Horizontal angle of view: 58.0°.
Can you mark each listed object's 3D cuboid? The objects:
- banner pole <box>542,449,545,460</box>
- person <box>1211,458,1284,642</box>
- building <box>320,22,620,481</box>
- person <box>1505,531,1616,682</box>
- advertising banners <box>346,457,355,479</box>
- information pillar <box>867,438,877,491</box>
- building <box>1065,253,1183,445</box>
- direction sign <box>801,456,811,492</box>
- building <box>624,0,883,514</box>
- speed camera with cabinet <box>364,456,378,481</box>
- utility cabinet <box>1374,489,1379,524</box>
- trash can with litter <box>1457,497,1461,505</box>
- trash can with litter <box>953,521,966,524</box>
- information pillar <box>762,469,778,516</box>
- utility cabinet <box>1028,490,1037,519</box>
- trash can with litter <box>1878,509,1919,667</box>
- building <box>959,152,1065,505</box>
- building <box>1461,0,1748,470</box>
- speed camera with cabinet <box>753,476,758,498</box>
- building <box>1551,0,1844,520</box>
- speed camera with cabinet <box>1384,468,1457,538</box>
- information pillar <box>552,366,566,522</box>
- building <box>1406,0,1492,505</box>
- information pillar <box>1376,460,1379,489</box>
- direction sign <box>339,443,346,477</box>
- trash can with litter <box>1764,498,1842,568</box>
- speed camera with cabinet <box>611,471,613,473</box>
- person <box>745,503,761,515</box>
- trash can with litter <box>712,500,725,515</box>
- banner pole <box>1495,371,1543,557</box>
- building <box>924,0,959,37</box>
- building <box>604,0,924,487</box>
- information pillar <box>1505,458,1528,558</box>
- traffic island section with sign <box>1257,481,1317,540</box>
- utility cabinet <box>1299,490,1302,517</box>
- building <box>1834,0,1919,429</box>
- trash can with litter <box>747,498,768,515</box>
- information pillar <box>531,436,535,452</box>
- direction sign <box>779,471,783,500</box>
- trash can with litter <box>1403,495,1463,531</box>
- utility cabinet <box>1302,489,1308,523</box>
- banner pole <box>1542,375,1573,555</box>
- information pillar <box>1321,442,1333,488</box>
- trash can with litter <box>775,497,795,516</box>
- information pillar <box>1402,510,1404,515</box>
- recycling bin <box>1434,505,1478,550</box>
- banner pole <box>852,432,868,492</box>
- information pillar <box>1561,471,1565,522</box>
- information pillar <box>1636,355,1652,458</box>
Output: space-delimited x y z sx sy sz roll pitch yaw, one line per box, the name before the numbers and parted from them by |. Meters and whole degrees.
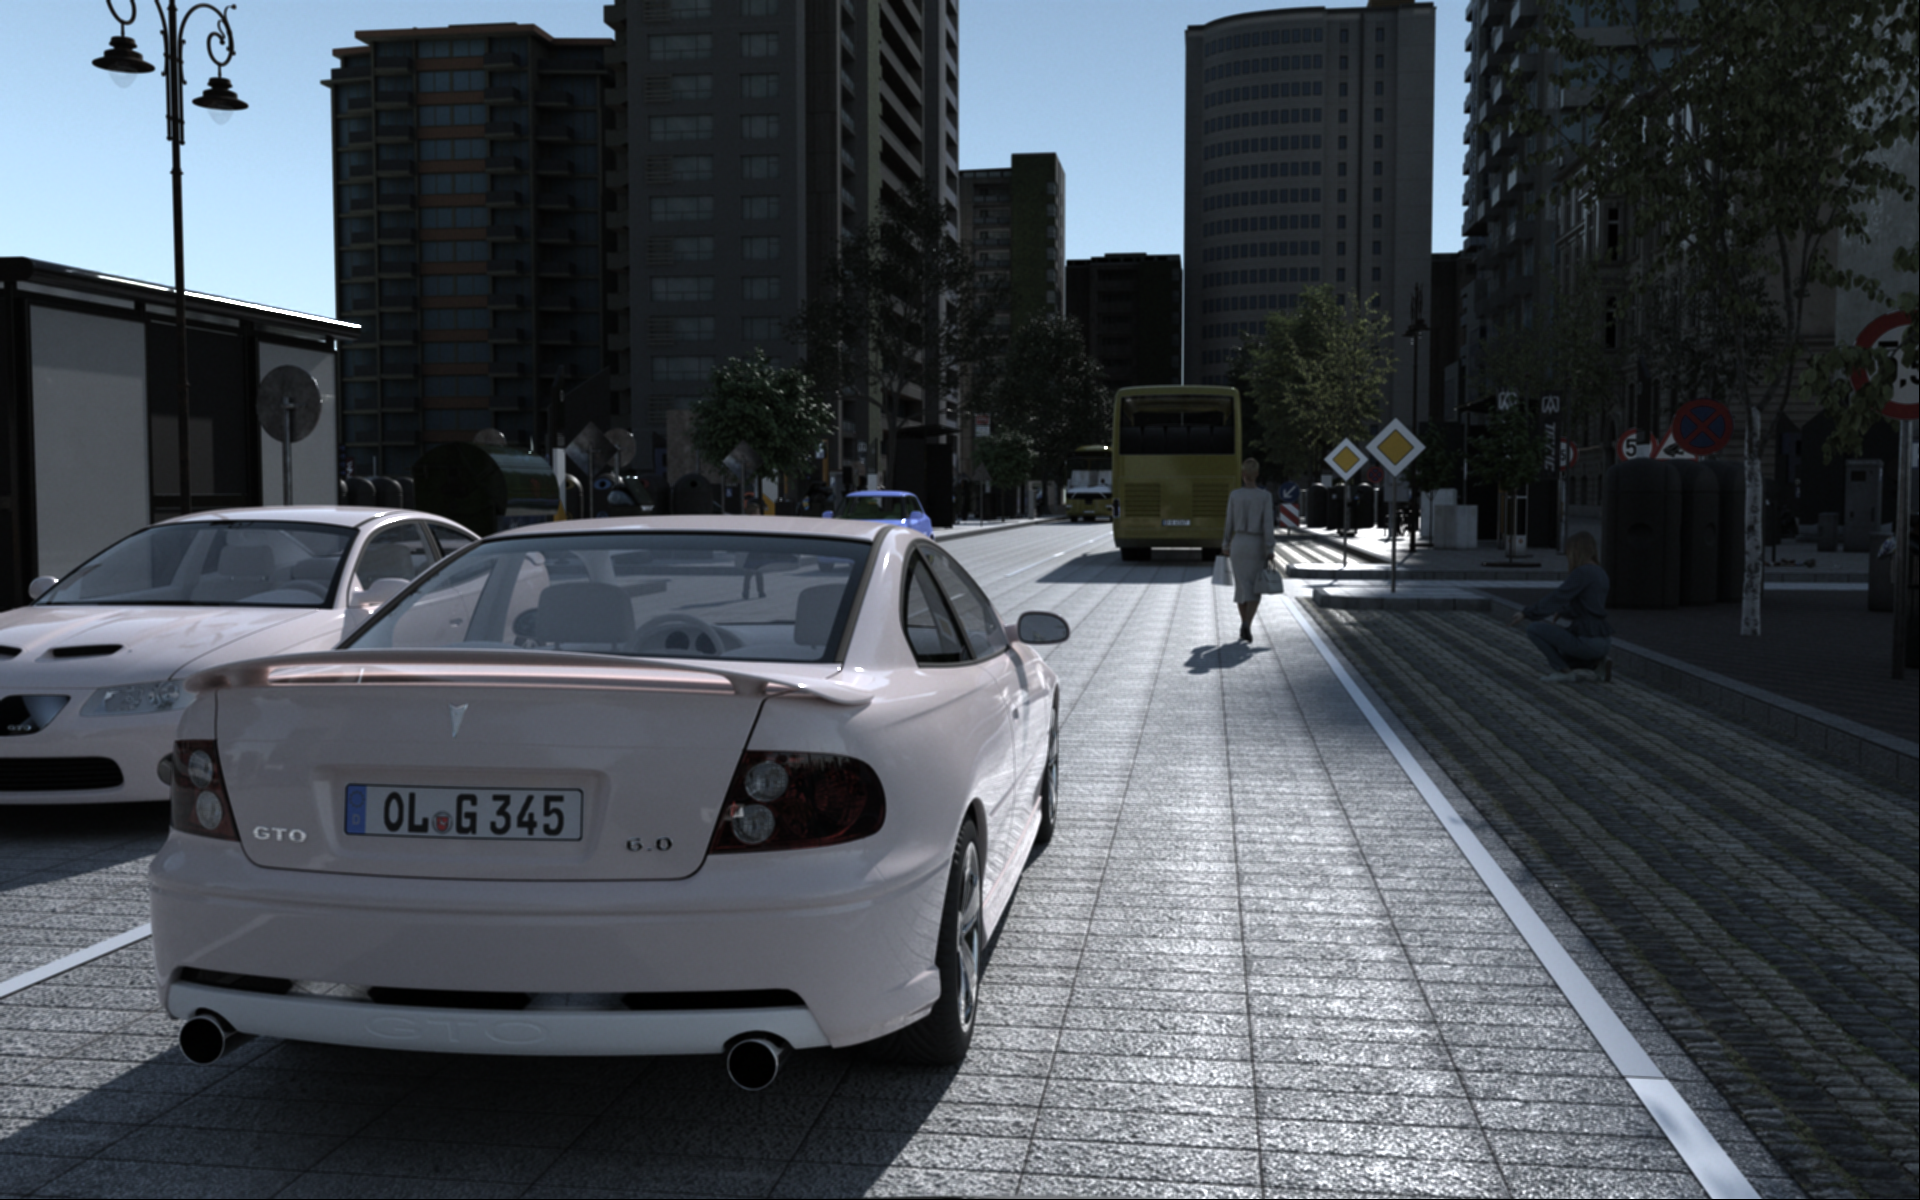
banner pole | -23.186 -6.521 96.627 0.401 3.779 0.863 0 4 4
person | 2.785 -0.494 16.924 0.694 1.780 0.624 3 4 38
building | -43.135 -31.177 164.367 28.867 44.769 22.147 0 4 8
person | 4.561 0.050 13.181 1.012 1.151 0.738 -3 4 -39
advertising banners | -27.862 -5.198 81.176 2.074 3.025 0.090 0 4 4
information pillar | -3.627 -4.931 71.970 0.504 3.616 0.183 3 5 39
building | 19.941 -26.847 210.647 14.107 30.474 14.160 0 4 8
direction sign | -8.969 -6.641 100.584 0.379 3.537 0.876 -3 5 -44
building | -13.372 -26.449 116.034 14.154 41.232 14.086 0 4 8
speed camera with cabinet | -30.635 -5.944 91.513 0.660 3.252 2.038 1 4 17
utility cabinet | 18.233 -3.995 74.002 1.173 1.500 0.318 -1 4 -23
trash can with litter | 19.029 -3.390 66.812 0.624 1.170 1.055 1 4 21
trash can with litter | -0.574 -3.869 74.309 1.678 1.210 2.233 0 4 -2
information pillar | -5.735 -3.736 52.445 0.504 3.616 0.183 -1 4 -18
utility cabinet | 3.694 -4.849 87.966 0.318 1.500 1.173 1 4 9
trash can with litter | 7.437 -0.088 12.828 1.055 1.170 0.624 0 4 2
building | 5.359 -32.264 211.106 14.086 41.232 14.154 0 4 8
building | 47.404 -30.365 116.069 23.786 49.044 30.456 0 4 8
speed camera with cabinet | -8.122 -4.729 71.652 0.660 3.252 2.038 -1 4 -13
building | 37.489 -16.165 83.375 14.460 24.649 34.723 0 4 8
speed camera with cabinet | 13.576 -3.468 51.033 2.038 3.252 0.660 1 4 22
information pillar | -7.288 -2.456 31.506 0.183 3.616 0.504 0 4 5
building | 51.191 -50.929 145.367 22.319 86.520 31.000 0 4 8
information pillar | 19.296 -5.428 80.103 0.183 3.616 0.504 0 4 3
direction sign | -27.820 -5.218 77.308 0.876 3.537 0.379 0 4 3
trash can with litter | 14.594 -1.215 30.930 1.678 1.210 2.233 -2 4 -26
speed camera with cabinet | -14.202 -4.360 65.627 2.038 3.252 0.660 0 4 5
person | -2.854 -0.670 23.733 0.475 1.303 0.640 1 4 9
trash can with litter | -6.023 -1.968 43.558 1.055 1.170 0.624 2 4 33
banner pole | 11.331 -2.777 35.415 0.863 3.779 0.401 0 4 -1
building | -14.605 -37.829 160.503 28.212 58.520 21.231 0 4 8
building | -14.982 -31.234 134.372 21.300 48.544 21.600 0 4 8
information pillar | 11.203 -1.857 34.849 0.304 2.012 0.304 -1 4 -20
traffic island section with sign | 10.288 -2.829 54.876 1.989 1.847 2.006 0 4 8
utility cabinet | 19.599 -5.441 97.638 1.173 1.500 0.318 -3 5 -40
building | 33.860 -11.660 45.400 16.860 20.320 10.420 0 4 8
trash can with litter | -6.010 -2.433 51.174 0.624 1.170 1.055 0 4 -2
information pillar | -17.070 -4.769 69.329 0.183 3.616 0.504 -1 4 -23
direction sign | -6.622 -4.437 64.549 0.379 3.537 0.876 1 4 18
trash can with litter | 16.139 -3.031 60.618 1.678 1.210 2.233 -1 4 -22
utility cabinet | 15.235 -4.068 75.199 0.318 1.500 1.173 0 4 0
banner pole | 12.683 -2.861 36.798 0.863 3.779 0.401 3 4 38
information pillar | 15.817 -5.095 74.652 0.504 3.616 0.183 1 4 22
trash can with litter | -11.639 -5.977 108.782 2.233 1.210 1.678 0 4 4
information pillar | 26.302 -5.987 102.386 0.304 2.012 0.304 -1 4 -14
recycling bin | 11.467 -1.683 40.066 0.722 1.027 0.722 -2 4 -34
banner pole | -4.085 -4.890 69.966 0.863 3.779 0.401 2 4 28
information pillar | 27.991 -5.441 80.309 0.183 3.616 0.504 2 4 25
information pillar | 11.454 -2.307 29.075 0.183 3.616 0.504 0 4 4
